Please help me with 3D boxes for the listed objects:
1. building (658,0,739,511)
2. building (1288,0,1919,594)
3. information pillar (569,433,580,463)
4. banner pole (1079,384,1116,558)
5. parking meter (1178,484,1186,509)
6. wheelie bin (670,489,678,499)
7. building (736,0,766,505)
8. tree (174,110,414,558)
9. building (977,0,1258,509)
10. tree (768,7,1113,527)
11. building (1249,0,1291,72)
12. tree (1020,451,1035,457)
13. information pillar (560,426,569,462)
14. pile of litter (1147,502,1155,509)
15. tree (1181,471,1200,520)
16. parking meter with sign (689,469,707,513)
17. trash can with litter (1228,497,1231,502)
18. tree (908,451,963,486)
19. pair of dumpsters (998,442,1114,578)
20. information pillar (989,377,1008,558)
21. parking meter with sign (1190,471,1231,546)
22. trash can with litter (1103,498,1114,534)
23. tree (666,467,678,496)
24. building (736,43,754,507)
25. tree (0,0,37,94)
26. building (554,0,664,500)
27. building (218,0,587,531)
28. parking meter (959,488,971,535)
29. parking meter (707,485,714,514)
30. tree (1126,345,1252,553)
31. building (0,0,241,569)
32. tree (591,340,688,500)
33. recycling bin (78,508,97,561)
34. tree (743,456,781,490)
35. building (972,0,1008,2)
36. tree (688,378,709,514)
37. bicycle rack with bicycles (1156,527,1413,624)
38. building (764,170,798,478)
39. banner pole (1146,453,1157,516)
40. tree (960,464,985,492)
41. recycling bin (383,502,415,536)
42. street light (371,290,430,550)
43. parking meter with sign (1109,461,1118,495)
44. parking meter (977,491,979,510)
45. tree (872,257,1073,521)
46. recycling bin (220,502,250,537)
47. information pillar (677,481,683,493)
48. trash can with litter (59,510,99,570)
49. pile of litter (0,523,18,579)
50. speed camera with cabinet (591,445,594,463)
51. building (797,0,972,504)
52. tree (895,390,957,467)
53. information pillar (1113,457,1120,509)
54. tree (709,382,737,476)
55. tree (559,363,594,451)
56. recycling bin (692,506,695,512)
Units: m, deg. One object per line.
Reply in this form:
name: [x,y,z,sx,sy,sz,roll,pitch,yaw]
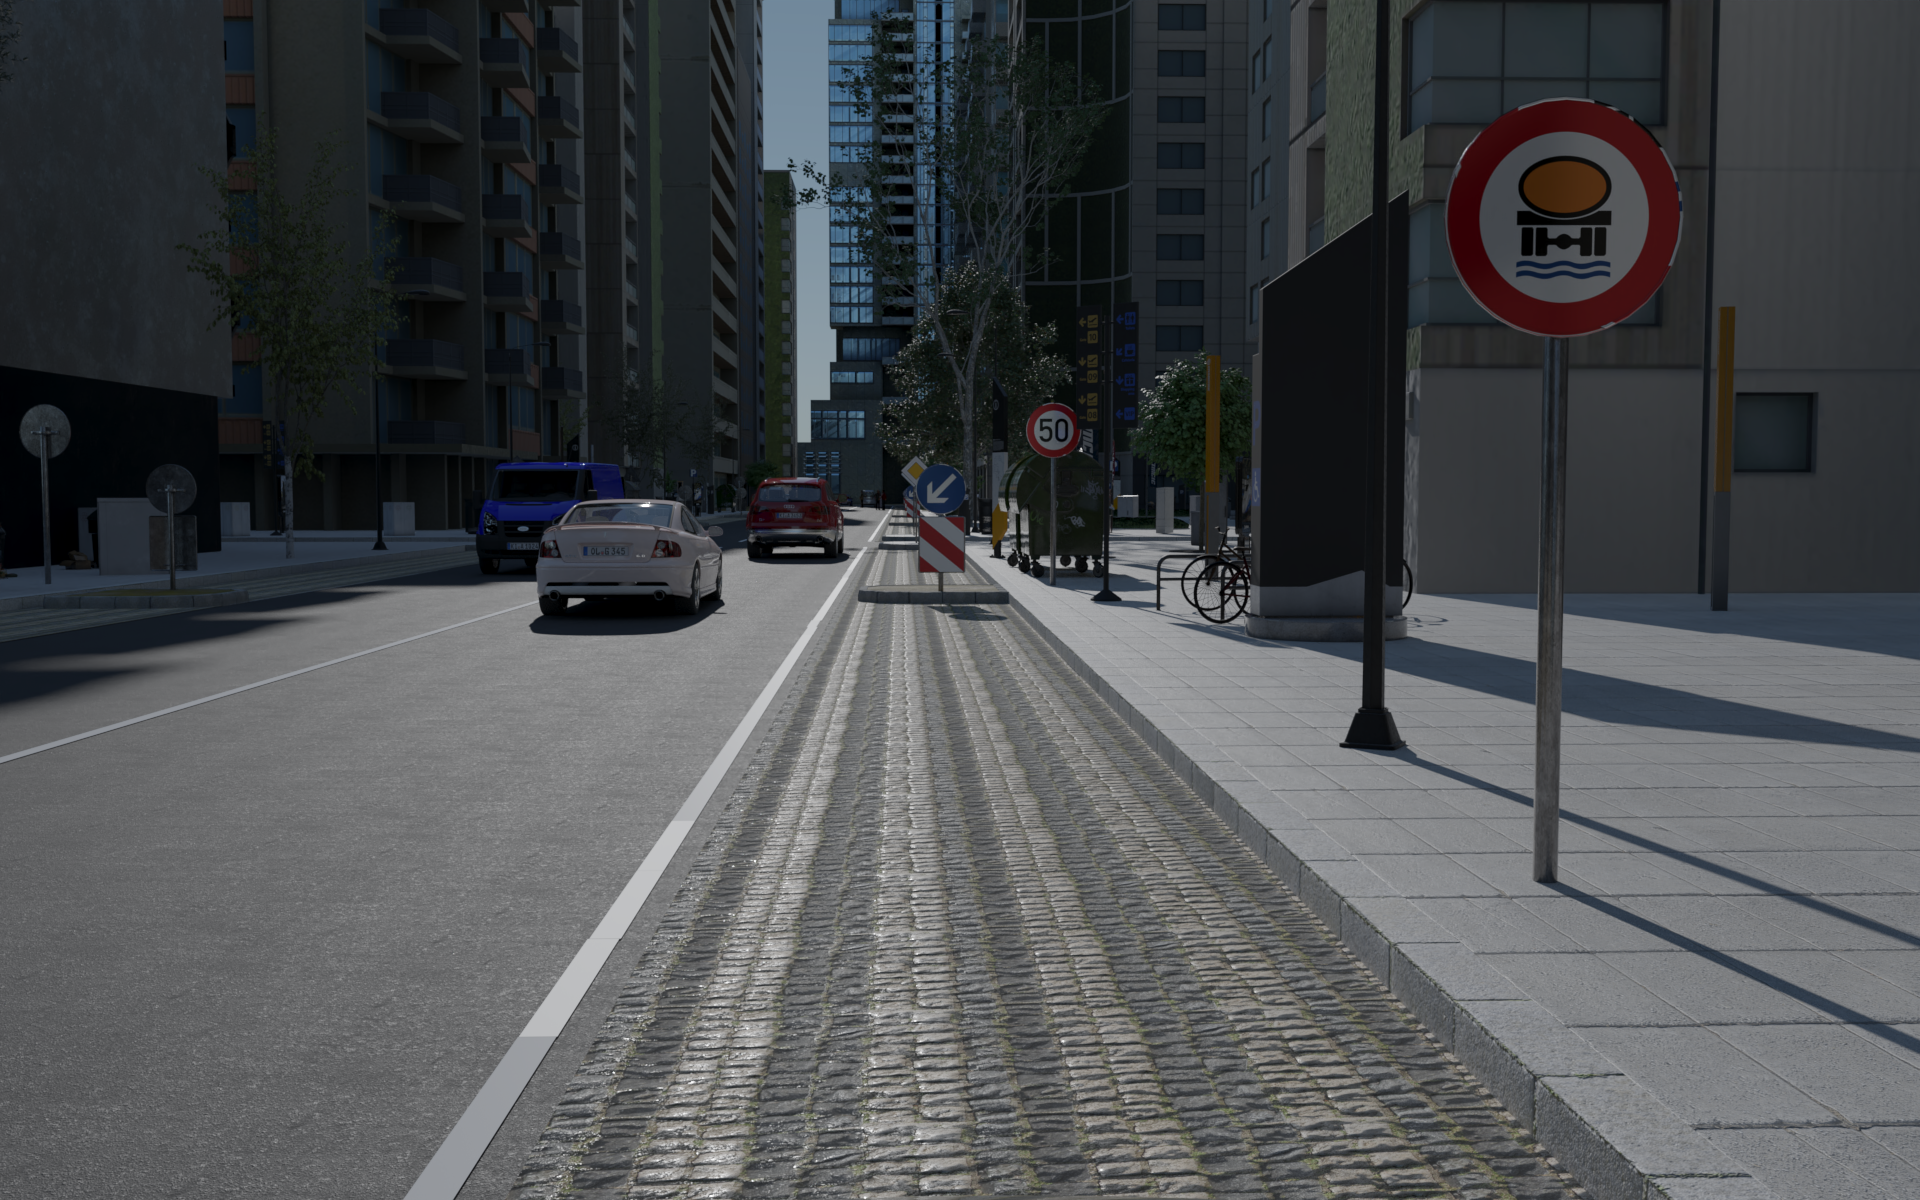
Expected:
building: [-29.366,-31.432,137.613,21.300,48.544,21.600,0,4,-2]
building: [12.646,-21.068,28.051,14.154,41.232,14.086,0,4,-2]
information pillar: [-14.859,-4.605,66.646,0.504,3.616,0.183,0,4,-6]
banner pole: [2.706,-2.728,34.612,0.863,3.779,0.401,-1,4,-13]
parking meter: [12.665,-5.697,98.862,0.399,1.863,0.255,1,4,19]
wheelie bin: [-19.124,-6.662,116.834,0.980,1.594,0.693,3,5,42]
building: [-35.785,-39.578,189.094,28.212,58.520,21.231,0,4,-2]
tree: [-13.147,-5.140,34.397,4.737,8.622,4.395,0,3,0]
building: [11.739,-41.245,112.611,20.563,71.187,20.611,0,4,-2]
tree: [-0.701,-13.006,68.531,12.611,20.169,13.585,0,3,0]
building: [27.207,-29.387,69.721,27.495,52.752,28.713,0,4,-2]
tree: [2.187,-2.888,41.814,1.663,3.219,1.824,0,3,0]
information pillar: [-13.814,-4.208,60.150,0.183,3.616,0.504,-1,4,-17]
pile of litter: [11.073,-5.287,100.400,1.719,0.858,1.176,1,4,18]
tree: [11.546,-5.491,84.387,1.663,3.219,1.824,0,3,0]
parking meter with sign: [-18.082,-7.566,119.968,0.543,3.016,1.738,-3,4,-36]
trash can with litter: [14.914,-5.088,94.572,1.055,1.170,0.624,0,4,0]
tree: [-1.364,-7.745,110.350,4.285,4.588,4.351,0,3,0]
pair of dumpsters: [1.534,-1.589,28.467,1.574,2.255,4.437,0,4,-2]
information pillar: [0.792,-2.641,34.541,0.183,3.616,0.504,-2,4,-29]
parking meter with sign: [6.386,-2.903,43.726,0.543,3.016,1.738,2,4,33]
trash can with litter: [4.334,-2.670,55.036,1.055,1.170,0.624,-1,4,-12]
tree: [-20.460,-7.749,121.296,1.663,3.219,1.824,0,3,0]
building: [-28.029,-31.849,170.845,14.600,45.320,14.200,0,4,-2]
tree: [-13.491,-6.348,14.165,12.009,13.543,11.850,0,3,0]
building: [-25.640,-25.626,102.583,14.154,41.232,14.086,0,4,-2]
building: [-28.280,-25.545,72.282,22.147,44.769,28.867,0,4,-2]
parking meter: [0.144,-2.788,53.998,0.372,1.533,0.369,0,3,0]
parking meter: [-15.921,-6.414,110.581,0.255,1.863,0.399,3,5,39]
tree: [5.386,-3.330,38.163,4.285,4.588,4.351,0,3,0]
building: [-24.705,-10.111,32.771,16.811,18.784,16.820,0,4,-2]
tree: [-15.428,-8.082,82.498,4.360,8.622,3.978,0,3,0]
recycling bin: [-15.766,-1.192,32.051,0.722,1.027,0.722,1,4,16]
tree: [-16.990,-10.090,148.685,4.285,4.588,4.351,0,3,0]
building: [11.846,-32.774,155.463,23.786,49.044,30.456,0,4,-2]
tree: [-16.274,-8.758,93.557,4.360,8.622,3.978,0,3,0]
bicycle rack with bicycles: [3.448,-0.304,18.354,2.925,0.926,2.852,-1,4,-14]
building: [-28.031,-32.855,220.780,14.086,41.232,14.154,0,4,-2]
banner pole: [9.330,-5.795,84.761,0.863,3.779,0.401,3,5,42]
tree: [0.611,-6.087,94.122,1.663,3.219,1.824,0,3,0]
recycling bin: [-17.311,-2.501,53.443,0.722,1.027,0.722,-3,5,-43]
street light: [-12.749,-4.096,39.516,1.470,5.913,1.316,0,4,-2]
parking meter with sign: [7.659,-5.804,91.148,0.543,3.016,1.738,-1,4,-23]
parking meter: [0.931,-5.692,101.475,0.372,1.533,0.369,0,3,0]
tree: [0.644,-10.198,83.748,9.611,12.733,9.660,0,3,0]
recycling bin: [-22.089,-2.449,52.600,0.722,1.027,0.722,2,4,24]
information pillar: [-16.196,-5.864,100.370,0.304,2.012,0.304,0,4,1]
trash can with litter: [-14.802,-1.118,29.668,0.624,1.170,1.055,2,4,32]
pile of litter: [-15.145,-0.771,26.576,1.176,0.858,1.719,-2,4,-29]
speed camera with cabinet: [-14.414,-4.564,68.955,0.660,3.252,2.038,-1,4,-14]
building: [-5.045,-55.733,223.913,31.000,86.520,22.319,0,4,-2]
tree: [-1.687,-12.312,135.715,7.601,10.594,8.767,1,4,17]
information pillar: [9.341,-6.866,103.607,0.504,3.616,0.183,-1,4,-11]
tree: [-16.786,-9.963,113.257,4.360,8.622,3.978,0,3,0]
tree: [-22.123,-8.713,92.820,4.737,8.622,4.395,0,3,0]
recycling bin: [-18.422,-6.693,121.984,0.722,1.027,0.722,-1,4,-22]
